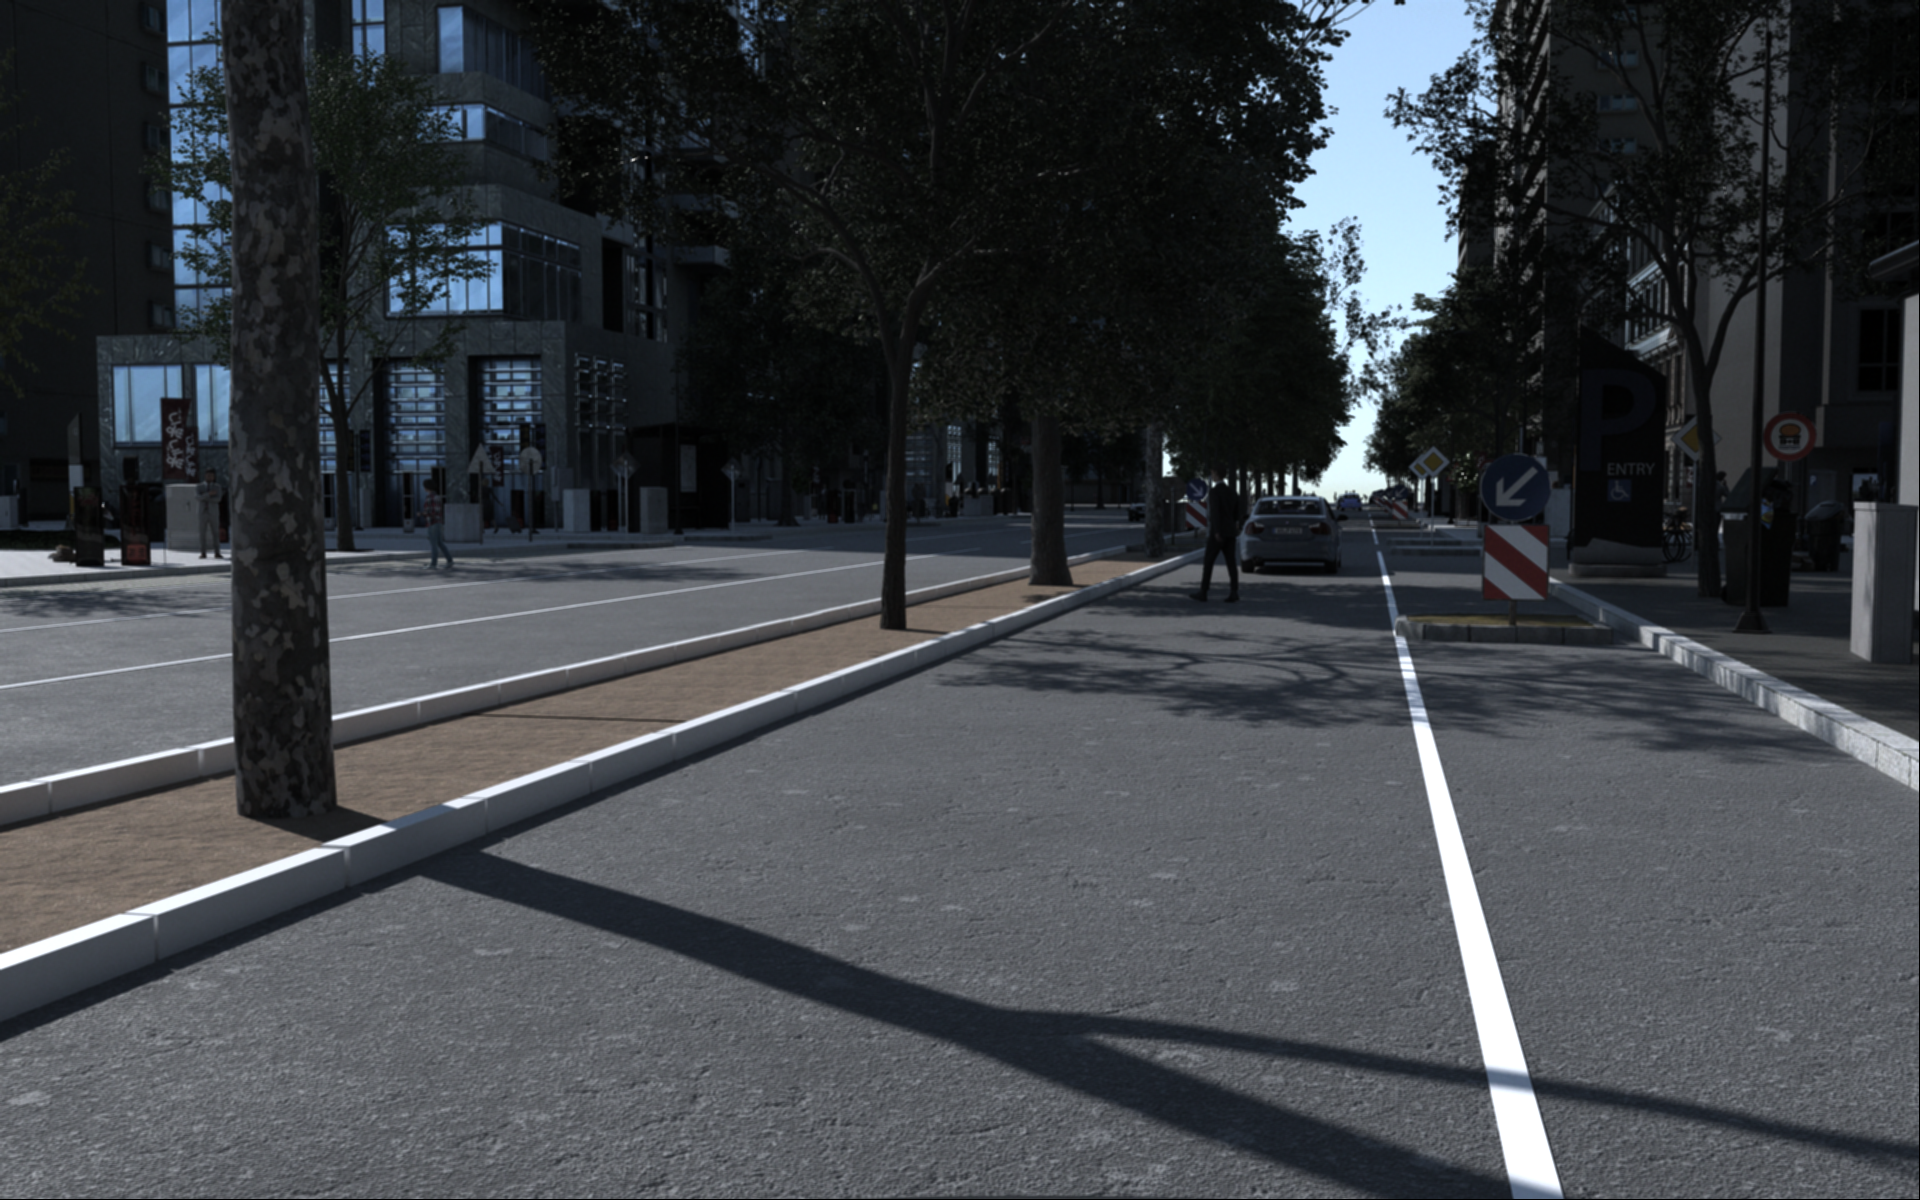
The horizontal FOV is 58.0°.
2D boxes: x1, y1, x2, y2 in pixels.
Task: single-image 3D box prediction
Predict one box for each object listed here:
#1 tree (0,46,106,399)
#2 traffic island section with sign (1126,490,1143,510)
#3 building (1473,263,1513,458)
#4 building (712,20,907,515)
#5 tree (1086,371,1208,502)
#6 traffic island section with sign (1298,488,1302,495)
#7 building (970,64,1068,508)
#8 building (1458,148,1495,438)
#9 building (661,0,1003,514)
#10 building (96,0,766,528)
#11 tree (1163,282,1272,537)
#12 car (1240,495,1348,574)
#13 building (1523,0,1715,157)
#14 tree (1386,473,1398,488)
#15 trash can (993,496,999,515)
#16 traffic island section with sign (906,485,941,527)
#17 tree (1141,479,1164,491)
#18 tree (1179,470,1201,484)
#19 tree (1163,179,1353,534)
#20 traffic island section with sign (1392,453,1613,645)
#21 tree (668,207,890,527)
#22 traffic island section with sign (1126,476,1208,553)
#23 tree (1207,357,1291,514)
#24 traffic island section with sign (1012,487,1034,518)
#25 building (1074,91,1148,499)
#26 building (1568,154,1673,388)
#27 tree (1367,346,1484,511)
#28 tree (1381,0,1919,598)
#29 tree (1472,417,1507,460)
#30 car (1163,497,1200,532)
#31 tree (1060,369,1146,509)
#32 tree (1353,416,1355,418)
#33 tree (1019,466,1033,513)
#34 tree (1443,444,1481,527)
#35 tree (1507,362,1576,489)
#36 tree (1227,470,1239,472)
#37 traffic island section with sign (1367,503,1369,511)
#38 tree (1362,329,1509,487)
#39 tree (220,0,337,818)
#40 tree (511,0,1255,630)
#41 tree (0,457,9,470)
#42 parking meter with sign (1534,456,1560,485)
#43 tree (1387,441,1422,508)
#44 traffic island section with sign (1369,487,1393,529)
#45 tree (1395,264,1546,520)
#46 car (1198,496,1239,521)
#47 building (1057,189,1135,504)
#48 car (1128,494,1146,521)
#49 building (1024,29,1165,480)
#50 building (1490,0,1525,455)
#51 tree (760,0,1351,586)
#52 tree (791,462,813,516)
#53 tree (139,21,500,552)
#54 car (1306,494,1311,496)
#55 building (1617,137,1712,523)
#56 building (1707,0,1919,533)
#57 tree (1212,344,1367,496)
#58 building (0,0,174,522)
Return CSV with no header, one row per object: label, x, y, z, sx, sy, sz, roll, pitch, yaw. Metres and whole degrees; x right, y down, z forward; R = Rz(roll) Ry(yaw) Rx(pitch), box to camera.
tree,-15.974,-4.701,27.216,4.737,8.622,4.395,0,3,0
traffic island section with sign,15.652,-8.738,151.501,1.989,1.847,2.006,1,4,13
building,71.124,-27.150,215.599,14.160,30.474,14.107,1,4,13
building,-11.986,-20.714,110.377,14.160,30.474,14.107,1,4,13
tree,16.601,-15.721,167.405,12.009,13.543,11.850,0,3,0
traffic island section with sign,24.020,-7.063,123.622,2.006,1.907,1.989,1,4,13
building,-1.066,-31.878,175.835,22.147,44.769,28.867,1,4,13
building,78.083,-37.188,231.726,21.300,48.544,21.600,1,4,13
building,-8.466,-50.944,145.603,22.319,86.520,31.000,1,4,13
building,-22.003,-46.912,79.682,22.319,86.520,31.000,1,4,13
tree,7.944,-6.262,55.205,4.737,8.622,4.395,0,3,0
car,6.279,-1.263,32.653,2.014,1.417,4.499,1,4,14
building,54.156,-30.964,129.966,21.300,48.544,21.600,1,4,13
tree,59.678,-17.467,235.939,4.737,8.622,4.395,0,3,0
trash can,1.974,-5.685,104.595,0.748,1.137,0.748,0,3,0
traffic island section with sign,-1.900,-4.143,76.371,1.989,1.847,2.006,1,4,13
tree,20.156,-11.537,183.228,1.663,3.219,1.824,0,3,0
tree,28.502,-14.268,216.991,4.285,4.588,4.351,0,3,0
tree,9.722,-8.590,61.037,7.486,12.596,7.792,0,3,0
traffic island section with sign,5.454,-0.547,17.571,1.989,1.847,2.006,1,4,13
tree,-6.985,-9.270,68.578,9.611,12.733,9.660,0,3,0
traffic island section with sign,5.251,-2.146,43.230,2.006,1.907,1.989,1,4,13
tree,12.498,-7.440,74.458,4.360,8.622,3.978,0,3,0
traffic island section with sign,4.228,-5.749,102.623,1.989,1.847,2.006,1,4,13
building,16.383,-43.281,249.635,21.231,58.520,28.212,1,4,13
building,45.641,-16.201,106.681,13.314,21.916,24.055,1,4,13
tree,34.974,-13.005,129.634,9.611,12.733,9.660,0,3,0
tree,9.473,-5.332,21.584,8.767,10.594,7.601,1,4,18
tree,36.864,-10.319,119.074,4.360,8.622,3.978,0,3,0
car,8.203,-3.275,66.135,1.945,1.354,3.894,1,4,12
tree,11.640,-13.924,144.665,9.611,12.733,9.660,0,3,0
tree,16.088,-10.297,88.932,7.486,12.596,7.792,0,3,0
tree,4.742,-7.532,117.744,1.663,3.219,1.824,0,3,0
tree,19.856,-4.452,67.391,1.663,3.219,1.824,0,3,0
tree,32.959,-8.919,96.183,4.360,8.622,3.978,0,3,0
tree,35.887,-20.698,248.778,12.009,13.543,11.850,0,3,0
traffic island section with sign,24.139,-5.446,97.678,1.989,1.847,2.006,1,4,13
tree,29.544,-10.966,105.052,9.928,11.665,9.643,0,3,0
tree,-2.045,-9.036,6.085,12.611,20.169,13.585,0,3,0
tree,-0.807,-4.940,17.643,8.767,10.594,7.601,1,4,13
tree,-26.821,-3.181,46.605,1.663,3.219,1.824,0,3,0
parking meter with sign,27.278,-5.112,79.834,1.738,3.016,0.543,1,4,20
tree,41.885,-12.926,161.699,4.360,8.622,3.978,0,3,0
traffic island section with sign,17.955,-3.825,71.167,1.989,1.847,2.006,1,4,13
tree,25.160,-10.236,85.481,7.486,12.596,7.792,0,3,0
car,13.226,-4.840,88.181,2.155,1.783,4.494,1,4,14
building,15.335,-35.378,228.548,14.600,45.320,14.200,1,4,13
car,9.957,-5.013,91.741,2.009,1.686,4.222,1,4,13
building,22.057,-51.052,272.947,20.563,71.187,20.611,1,4,13
building,66.402,-35.326,166.825,28.713,52.752,27.495,1,4,13
tree,1.404,-7.193,26.714,9.857,13.997,8.962,0,3,0
tree,-9.202,-6.448,100.018,1.663,3.219,1.824,0,3,0
tree,-13.852,-6.891,38.416,9.928,11.665,9.643,0,3,0
car,51.722,-15.080,255.592,2.155,1.783,4.494,1,4,12
building,38.992,-13.485,85.114,10.561,19.102,19.286,1,4,13
building,39.607,-16.219,58.688,24.014,27.812,14.314,1,4,13
tree,19.570,-11.369,105.350,9.611,12.733,9.660,0,3,0
building,-53.007,-28.220,85.092,21.600,48.544,21.300,1,4,13
